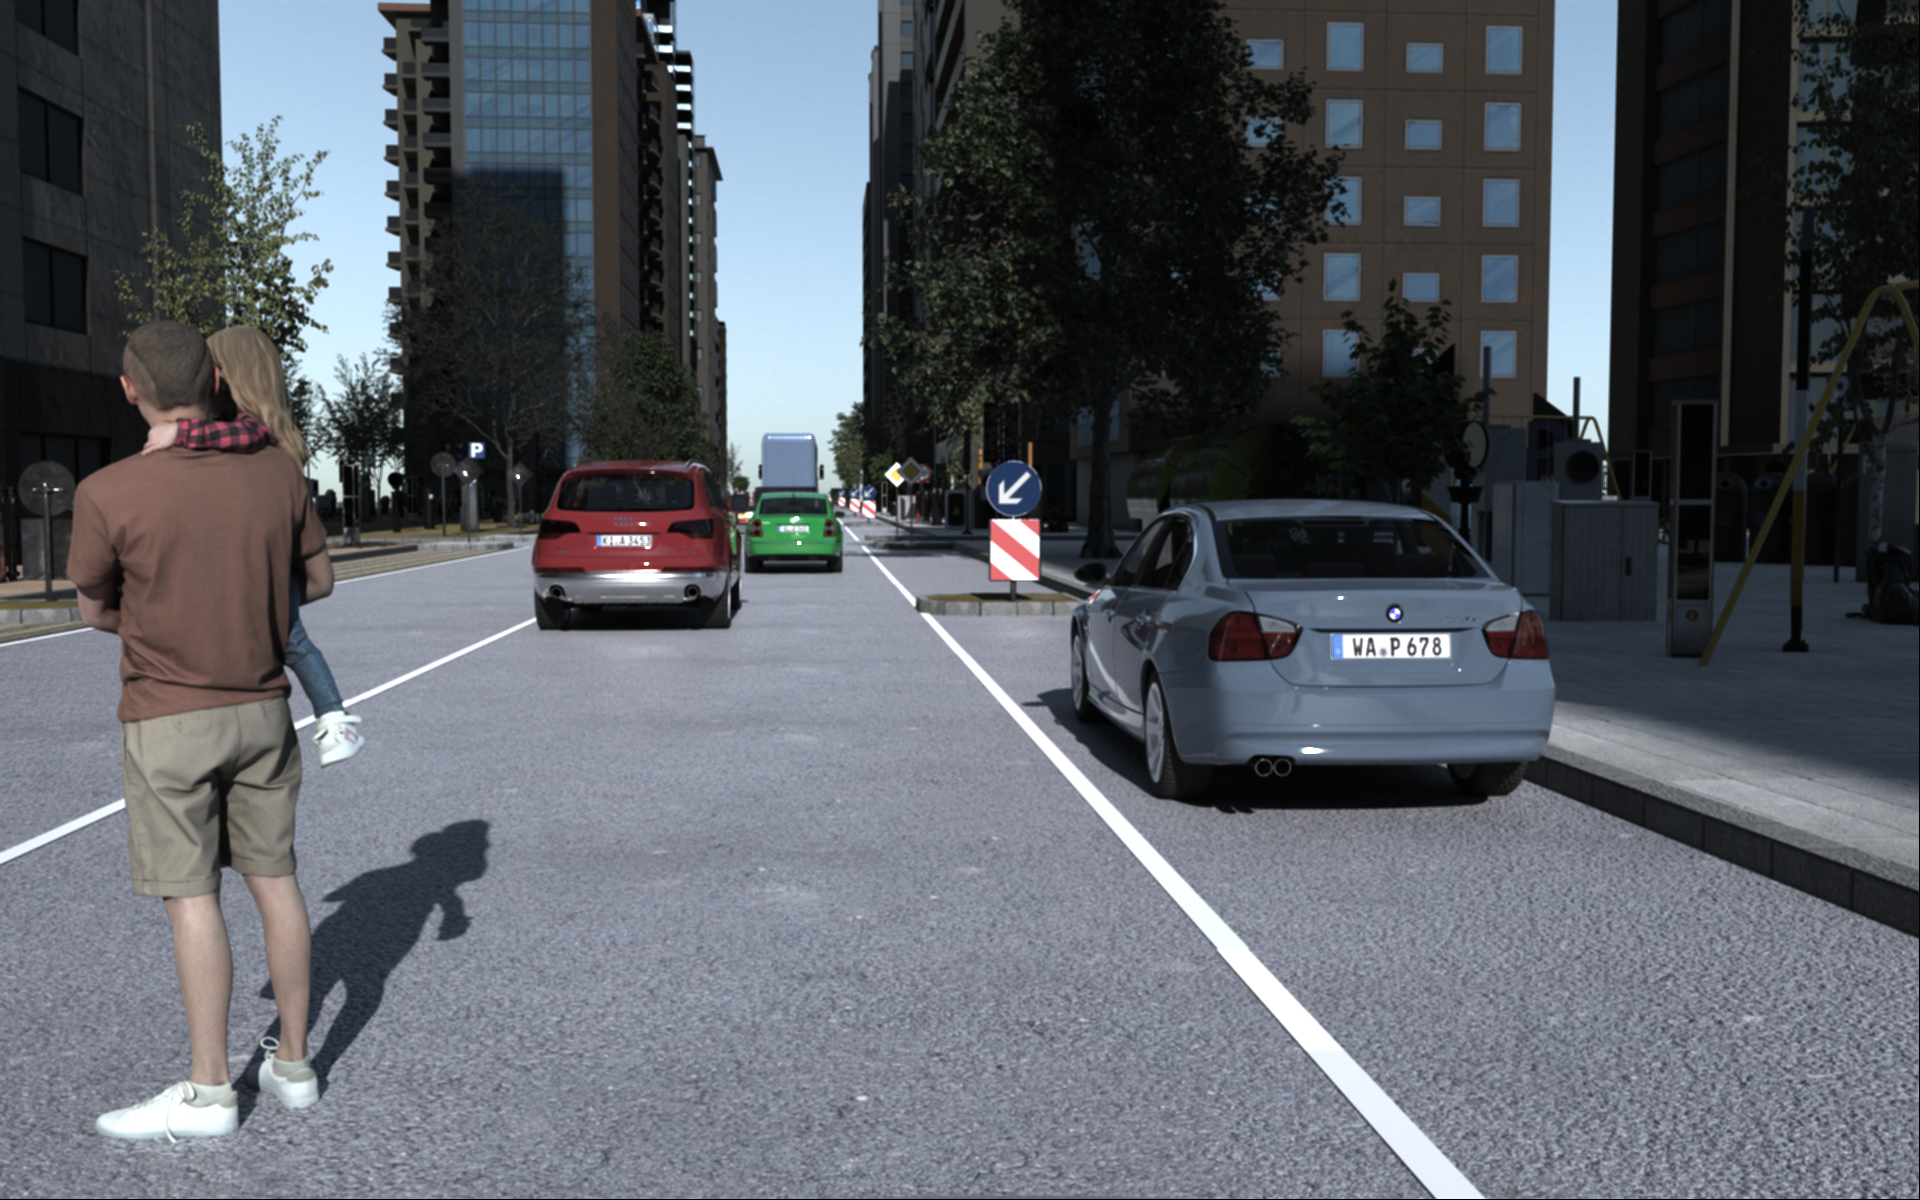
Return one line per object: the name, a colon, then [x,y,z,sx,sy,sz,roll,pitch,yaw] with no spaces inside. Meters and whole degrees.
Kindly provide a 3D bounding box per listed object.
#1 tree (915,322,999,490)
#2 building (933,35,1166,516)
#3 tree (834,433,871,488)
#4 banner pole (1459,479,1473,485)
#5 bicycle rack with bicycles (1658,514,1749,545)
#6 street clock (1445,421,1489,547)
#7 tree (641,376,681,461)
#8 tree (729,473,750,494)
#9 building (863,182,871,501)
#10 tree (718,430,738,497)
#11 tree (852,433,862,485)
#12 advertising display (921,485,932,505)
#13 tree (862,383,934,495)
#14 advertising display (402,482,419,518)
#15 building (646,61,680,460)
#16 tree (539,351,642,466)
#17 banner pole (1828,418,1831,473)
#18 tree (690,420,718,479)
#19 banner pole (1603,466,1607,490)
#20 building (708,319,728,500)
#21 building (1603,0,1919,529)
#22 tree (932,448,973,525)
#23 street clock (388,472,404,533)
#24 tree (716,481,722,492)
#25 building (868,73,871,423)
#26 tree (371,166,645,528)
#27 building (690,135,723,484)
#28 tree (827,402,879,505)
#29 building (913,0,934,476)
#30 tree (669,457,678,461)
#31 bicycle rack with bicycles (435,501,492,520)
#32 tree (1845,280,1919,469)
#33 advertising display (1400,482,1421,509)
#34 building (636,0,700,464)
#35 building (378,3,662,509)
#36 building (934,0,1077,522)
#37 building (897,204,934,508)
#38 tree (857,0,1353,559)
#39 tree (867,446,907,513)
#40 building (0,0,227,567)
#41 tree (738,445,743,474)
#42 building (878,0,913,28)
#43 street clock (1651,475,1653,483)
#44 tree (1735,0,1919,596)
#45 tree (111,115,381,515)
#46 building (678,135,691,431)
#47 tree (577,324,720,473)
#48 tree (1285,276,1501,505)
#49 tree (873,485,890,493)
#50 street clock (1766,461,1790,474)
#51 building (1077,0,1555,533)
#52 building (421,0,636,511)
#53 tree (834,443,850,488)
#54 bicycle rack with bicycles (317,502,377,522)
tree: [-0.078,-7.095,66.358,4.737,8.622,4.395,0,3,0]
building: [5.570,-28.797,120.948,14.600,45.320,14.200,0,4,-5]
tree: [-12.255,-15.289,200.338,4.737,8.622,4.395,0,3,0]
banner pole: [16.370,-3.990,55.247,0.863,3.779,0.401,0,4,5]
bicycle rack with bicycles: [18.715,-1.836,43.400,2.852,0.926,2.925,-3,4,-37]
street clock: [5.011,-0.773,17.201,0.471,2.002,0.358,-3,5,-40]
tree: [-19.878,-9.576,106.924,4.360,8.622,3.978,0,3,0]
tree: [-33.967,-17.336,267.160,4.285,4.588,4.351,0,3,0]
building: [-3.332,-38.658,255.755,21.300,48.544,21.600,0,4,-5]
tree: [-26.516,-14.246,183.277,4.360,8.622,3.978,0,3,0]
tree: [-5.987,-11.432,137.278,4.360,8.622,3.978,0,3,0]
advertising display: [-2.184,-6.841,117.065,0.974,1.923,0.123,-1,4,-14]
tree: [-3.097,-9.714,109.182,4.360,8.622,3.978,0,3,0]
advertising display: [-29.941,-5.452,94.352,0.123,1.923,0.974,3,5,40]
building: [-36.104,-32.179,176.242,14.600,45.320,14.200,0,4,-5]
tree: [-18.557,-8.375,87.299,4.360,8.622,3.978,0,3,0]
banner pole: [28.511,-4.089,56.869,0.401,3.779,0.863,2,4,31]
tree: [-24.962,-12.753,158.878,4.360,8.622,3.978,0,3,0]
banner pole: [49.776,-8.805,133.971,0.863,3.779,0.401,0,4,1]
building: [-44.942,-31.011,278.729,14.160,30.474,14.107,0,4,-5]
building: [41.187,-25.384,69.651,28.867,44.769,22.147,0,4,-5]
tree: [-0.248,-4.769,72.567,1.663,3.219,1.824,0,3,0]
street clock: [-18.761,-3.246,57.646,0.471,2.002,0.358,0,4,0]
tree: [-28.811,-12.700,202.247,1.663,3.219,1.824,0,3,0]
building: [-1.478,-42.120,230.658,21.231,58.520,28.212,0,4,-5]
tree: [-17.359,-9.522,66.050,12.009,13.543,11.850,0,3,0]
building: [-50.039,-40.823,256.690,28.713,52.752,27.495,0,4,-5]
tree: [-12.413,-17.986,212.194,7.486,12.596,7.792,0,3,0]
building: [10.127,-34.107,146.883,28.713,52.752,27.495,0,4,-5]
tree: [-23.845,-9.823,144.315,4.285,4.588,4.351,0,3,0]
bicycle rack with bicycles: [-25.147,-4.467,86.414,2.925,0.926,2.852,0,4,6]
tree: [25.015,-5.711,43.743,4.360,8.622,3.978,0,3,0]
advertising display: [11.180,-2.254,42.065,0.974,1.923,0.123,2,4,28]
building: [-44.706,-55.885,226.383,22.319,86.520,31.000,0,4,-5]
building: [-38.498,-30.573,154.490,22.147,44.769,28.867,0,4,-5]
building: [10.000,-28.463,89.069,21.300,48.544,21.600,0,4,-5]
building: [0.827,-24.215,167.622,14.160,30.474,14.107,0,4,-5]
tree: [2.837,-7.179,34.389,9.611,12.733,9.660,0,3,0]
tree: [-4.635,-8.165,117.219,4.285,4.588,4.351,0,3,0]
building: [-27.392,-36.275,31.356,20.611,71.187,20.563,0,4,-5]
tree: [-32.256,-17.800,241.388,4.360,8.622,3.978,0,3,0]
building: [1.673,-39.513,188.030,21.231,58.520,28.212,0,4,-5]
street clock: [22.825,-3.254,57.766,0.471,2.002,0.358,1,4,14]
tree: [11.744,-4.367,21.760,4.737,8.622,4.395,0,3,0]
tree: [-14.161,-5.107,33.868,4.737,8.622,4.395,0,3,0]
building: [-37.263,-31.033,190.991,14.154,41.232,14.086,0,4,-5]
tree: [-21.026,-12.220,116.813,9.611,12.733,9.660,0,3,0]
tree: [3.889,-1.280,15.536,1.663,3.219,1.824,0,3,0]
tree: [-6.513,-9.166,144.468,1.663,3.219,1.824,0,3,0]
street clock: [17.903,-2.040,37.928,0.358,2.002,0.471,-2,4,-34]
building: [12.074,-25.277,63.382,14.200,45.320,14.600,0,4,-5]
building: [-32.458,-29.560,133.409,14.600,45.320,14.200,0,4,-5]
tree: [-14.571,-17.116,230.206,4.360,8.622,3.978,0,3,0]
bicycle rack with bicycles: [-28.894,-4.156,81.337,2.925,0.926,2.852,-2,4,-28]
